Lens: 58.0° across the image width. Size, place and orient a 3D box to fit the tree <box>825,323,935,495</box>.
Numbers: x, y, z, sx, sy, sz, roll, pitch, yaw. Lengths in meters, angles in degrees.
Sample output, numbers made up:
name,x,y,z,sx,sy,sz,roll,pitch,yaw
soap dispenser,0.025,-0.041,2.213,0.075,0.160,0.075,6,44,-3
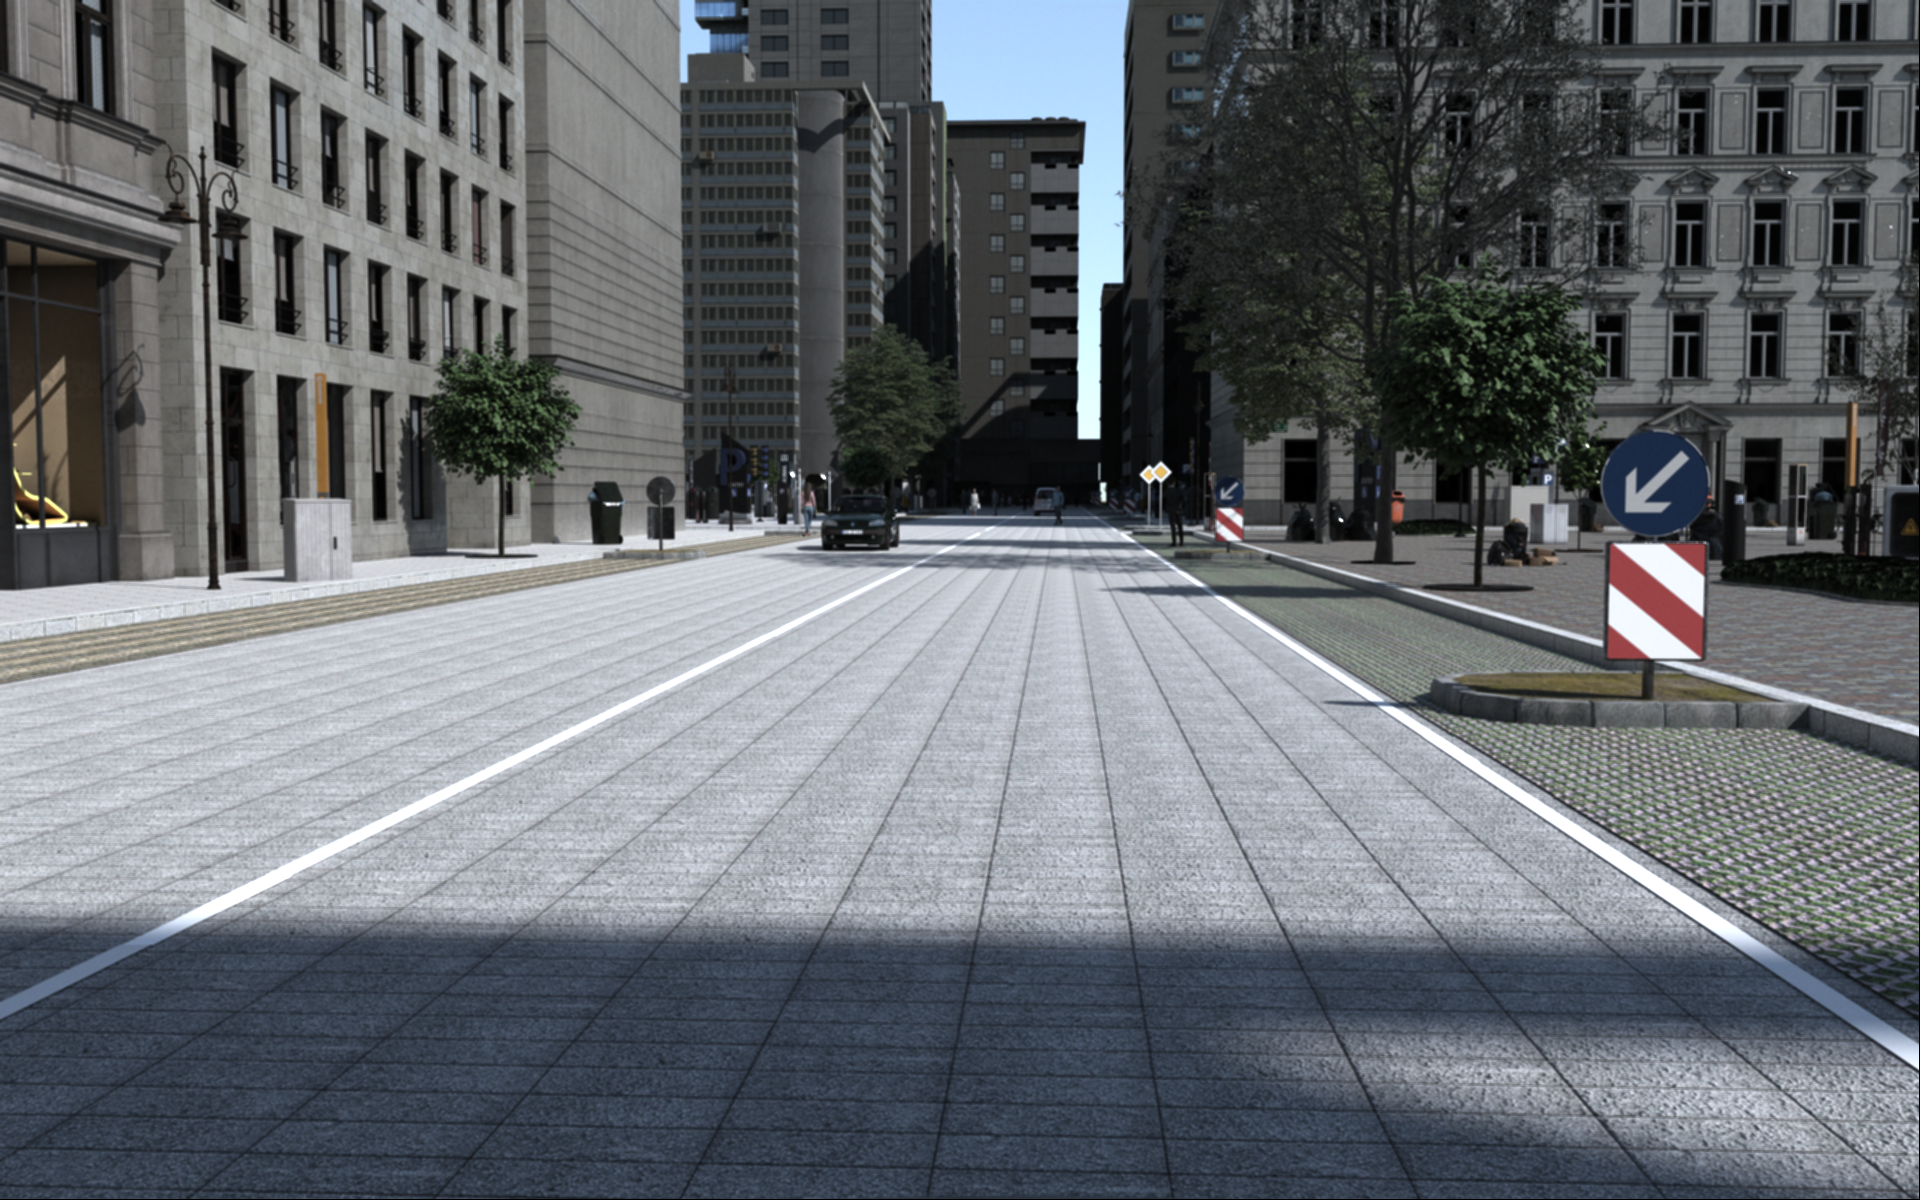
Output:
name,x,y,z,sx,sy,sz,roll,pitch,yaw
tree,-5.278,-12.033,114.874,7.486,12.596,7.792,0,3,0

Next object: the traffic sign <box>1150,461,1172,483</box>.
name,x,y,z,sx,sy,sz,roll,pitch,yaw
traffic sign,7.061,-3.583,60.766,0.795,2.593,0.064,0,4,3

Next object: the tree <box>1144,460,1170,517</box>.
name,x,y,z,sx,sy,sz,roll,pitch,yaw
tree,11.343,-6.282,97.320,1.663,3.219,1.824,0,3,0

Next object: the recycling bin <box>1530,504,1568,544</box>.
name,x,y,z,sx,sy,sz,roll,pitch,yaw
recycling bin,15.210,-1.968,44.734,0.722,1.027,0.722,0,4,-8

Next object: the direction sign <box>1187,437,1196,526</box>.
name,x,y,z,sx,sy,sz,roll,pitch,yaw
direction sign,9.241,-4.716,69.096,0.379,3.537,0.876,1,4,17

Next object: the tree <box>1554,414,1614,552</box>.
name,x,y,z,sx,sy,sz,roll,pitch,yaw
tree,13.711,-2.676,38.350,1.663,3.219,1.824,0,3,0

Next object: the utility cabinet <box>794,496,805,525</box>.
name,x,y,z,sx,sy,sz,roll,pitch,yaw
utility cabinet,-6.755,-3.798,73.258,0.306,1.237,1.020,-1,4,-22

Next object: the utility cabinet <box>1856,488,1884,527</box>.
name,x,y,z,sx,sy,sz,roll,pitch,yaw
utility cabinet,35.128,-3.564,66.946,1.173,1.500,0.318,0,4,8

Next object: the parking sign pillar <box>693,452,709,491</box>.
name,x,y,z,sx,sy,sz,roll,pitch,yaw
parking sign pillar,-14.656,-6.784,99.389,1.447,3.967,1.447,0,4,-7

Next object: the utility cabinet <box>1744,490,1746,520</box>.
name,x,y,z,sx,sy,sz,roll,pitch,yaw
utility cabinet,23.785,-2.701,52.845,0.318,1.500,1.173,2,4,26

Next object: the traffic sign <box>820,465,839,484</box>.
name,x,y,z,sx,sy,sz,roll,pitch,yaw
traffic sign,-5.249,-4.117,69.496,0.795,2.593,0.064,0,4,3

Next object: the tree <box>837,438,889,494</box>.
name,x,y,z,sx,sy,sz,roll,pitch,yaw
tree,-5.647,-7.217,101.718,4.285,4.588,4.351,0,3,0

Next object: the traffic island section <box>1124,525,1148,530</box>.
name,x,y,z,sx,sy,sz,roll,pitch,yaw
traffic island section,7.547,-2.846,68.819,2.009,0.180,2.903,0,4,3

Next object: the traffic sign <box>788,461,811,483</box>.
name,x,y,z,sx,sy,sz,roll,pitch,yaw
traffic sign,-5.711,-3.629,61.524,0.795,2.593,0.064,0,4,3

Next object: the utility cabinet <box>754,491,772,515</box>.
name,x,y,z,sx,sy,sz,roll,pitch,yaw
utility cabinet,-11.873,-5.811,103.693,0.318,1.500,1.173,2,4,26

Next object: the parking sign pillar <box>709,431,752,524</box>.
name,x,y,z,sx,sy,sz,roll,pitch,yaw
parking sign pillar,-9.566,-5.207,73.605,1.447,3.967,1.447,1,4,17

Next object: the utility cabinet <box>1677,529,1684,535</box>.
name,x,y,z,sx,sy,sz,roll,pitch,yaw
utility cabinet,21.955,-2.775,54.056,1.173,1.500,0.318,0,4,1

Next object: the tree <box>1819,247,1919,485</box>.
name,x,y,z,sx,sy,sz,roll,pitch,yaw
tree,27.596,-6.113,50.312,4.360,8.622,3.978,0,3,0

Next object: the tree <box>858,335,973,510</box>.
name,x,y,z,sx,sy,sz,roll,pitch,yaw
tree,-3.686,-14.091,137.043,9.857,13.997,8.962,0,3,0

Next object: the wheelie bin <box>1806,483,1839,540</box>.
name,x,y,z,sx,sy,sz,roll,pitch,yaw
wheelie bin,24.331,-2.506,48.889,0.693,1.594,0.980,0,4,-3

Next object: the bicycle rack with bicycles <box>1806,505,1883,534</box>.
name,x,y,z,sx,sy,sz,roll,pitch,yaw
bicycle rack with bicycles,29.391,-2.625,56.306,2.852,0.926,2.925,0,4,-5

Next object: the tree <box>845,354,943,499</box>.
name,x,y,z,sx,sy,sz,roll,pitch,yaw
tree,-4.849,-12.315,127.112,9.928,11.665,9.643,0,3,0

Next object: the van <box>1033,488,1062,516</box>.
name,x,y,z,sx,sy,sz,roll,pitch,yaw
van,5.721,-6.475,112.874,2.013,2.044,4.112,0,4,5

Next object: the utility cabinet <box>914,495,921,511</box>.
name,x,y,z,sx,sy,sz,roll,pitch,yaw
utility cabinet,-3.248,-7.406,132.243,0.306,1.237,1.020,-1,4,-14

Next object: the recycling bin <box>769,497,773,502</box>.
name,x,y,z,sx,sy,sz,roll,pitch,yaw
recycling bin,-14.636,-7.533,135.721,0.722,1.027,0.722,-2,4,-35

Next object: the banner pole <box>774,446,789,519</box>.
name,x,y,z,sx,sy,sz,roll,pitch,yaw
banner pole,-9.338,-6.155,90.648,0.863,3.779,0.401,-1,4,-12

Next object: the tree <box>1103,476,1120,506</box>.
name,x,y,z,sx,sy,sz,roll,pitch,yaw
tree,18.515,-13.459,214.650,1.663,3.219,1.824,0,3,0

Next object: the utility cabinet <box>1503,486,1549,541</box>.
name,x,y,z,sx,sy,sz,roll,pitch,yaw
utility cabinet,15.130,-2.302,46.317,1.173,1.500,0.318,-1,4,-17

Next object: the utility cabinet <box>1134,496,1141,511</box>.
name,x,y,z,sx,sy,sz,roll,pitch,yaw
utility cabinet,13.868,-7.541,134.456,0.306,1.237,1.020,3,4,36

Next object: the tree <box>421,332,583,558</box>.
name,x,y,z,sx,sy,sz,roll,pitch,yaw
tree,-9.323,-3.143,35.109,4.285,4.588,4.351,0,3,0

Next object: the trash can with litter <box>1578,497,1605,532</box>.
name,x,y,z,sx,sy,sz,roll,pitch,yaw
trash can with litter,21.346,-2.875,58.394,0.624,1.170,1.055,-1,4,-18

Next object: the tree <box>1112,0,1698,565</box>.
name,x,y,z,sx,sy,sz,roll,pitch,yaw
tree,7.919,-7.406,31.456,12.009,13.543,11.850,0,3,0

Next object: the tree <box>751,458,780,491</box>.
name,x,y,z,sx,sy,sz,roll,pitch,yaw
tree,-15.898,-9.566,140.120,4.285,4.588,4.351,0,3,0

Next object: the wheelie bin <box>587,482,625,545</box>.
name,x,y,z,sx,sy,sz,roll,pitch,yaw
wheelie bin,-9.067,-2.220,44.209,0.980,1.594,0.693,-3,5,-44

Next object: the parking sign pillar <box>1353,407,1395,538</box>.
name,x,y,z,sx,sy,sz,roll,pitch,yaw
parking sign pillar,12.141,-3.836,51.189,1.447,3.967,1.447,-1,4,-15

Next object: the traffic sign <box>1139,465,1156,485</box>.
name,x,y,z,sx,sy,sz,roll,pitch,yaw
traffic sign,7.523,-4.070,68.738,0.795,2.593,0.064,0,4,3

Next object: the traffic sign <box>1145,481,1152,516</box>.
name,x,y,z,sx,sy,sz,roll,pitch,yaw
traffic sign,11.035,-6.115,100.079,0.768,2.556,0.104,1,4,11

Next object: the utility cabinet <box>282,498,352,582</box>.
name,x,y,z,sx,sy,sz,roll,pitch,yaw
utility cabinet,-9.498,-0.885,25.638,0.306,1.237,1.020,2,4,31

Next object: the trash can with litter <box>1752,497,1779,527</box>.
name,x,y,z,sx,sy,sz,roll,pitch,yaw
trash can with litter,31.363,-3.424,67.366,0.624,1.170,1.055,-2,4,-24

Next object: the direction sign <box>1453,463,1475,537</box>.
name,x,y,z,sx,sy,sz,roll,pitch,yaw
direction sign,14.886,-3.637,51.454,0.876,3.537,0.379,3,5,43

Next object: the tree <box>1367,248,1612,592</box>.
name,x,y,z,sx,sy,sz,roll,pitch,yaw
tree,6.984,-2.417,23.233,4.285,4.588,4.351,0,3,0

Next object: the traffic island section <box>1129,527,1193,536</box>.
name,x,y,z,sx,sy,sz,roll,pitch,yaw
traffic island section,7.085,-2.359,60.847,2.009,0.180,2.903,0,4,3

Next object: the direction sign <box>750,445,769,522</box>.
name,x,y,z,sx,sy,sz,roll,pitch,yaw
direction sign,-9.312,-5.415,80.524,0.876,3.537,0.379,-2,4,-24

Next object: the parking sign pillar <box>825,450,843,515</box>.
name,x,y,z,sx,sy,sz,roll,pitch,yaw
parking sign pillar,-7.621,-7.224,106.588,1.447,3.967,1.447,-1,4,-23

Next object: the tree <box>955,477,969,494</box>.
name,x,y,z,sx,sy,sz,roll,pitch,yaw
tree,0.250,-12.447,198.104,1.663,3.219,1.824,0,3,0

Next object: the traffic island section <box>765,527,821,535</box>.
name,x,y,z,sx,sy,sz,roll,pitch,yaw
traffic island section,-5.735,-2.404,61.593,2.009,0.180,2.903,0,4,3

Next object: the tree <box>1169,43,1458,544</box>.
name,x,y,z,sx,sy,sz,roll,pitch,yaw
tree,8.987,-7.736,44.608,7.486,12.596,7.792,0,3,0
